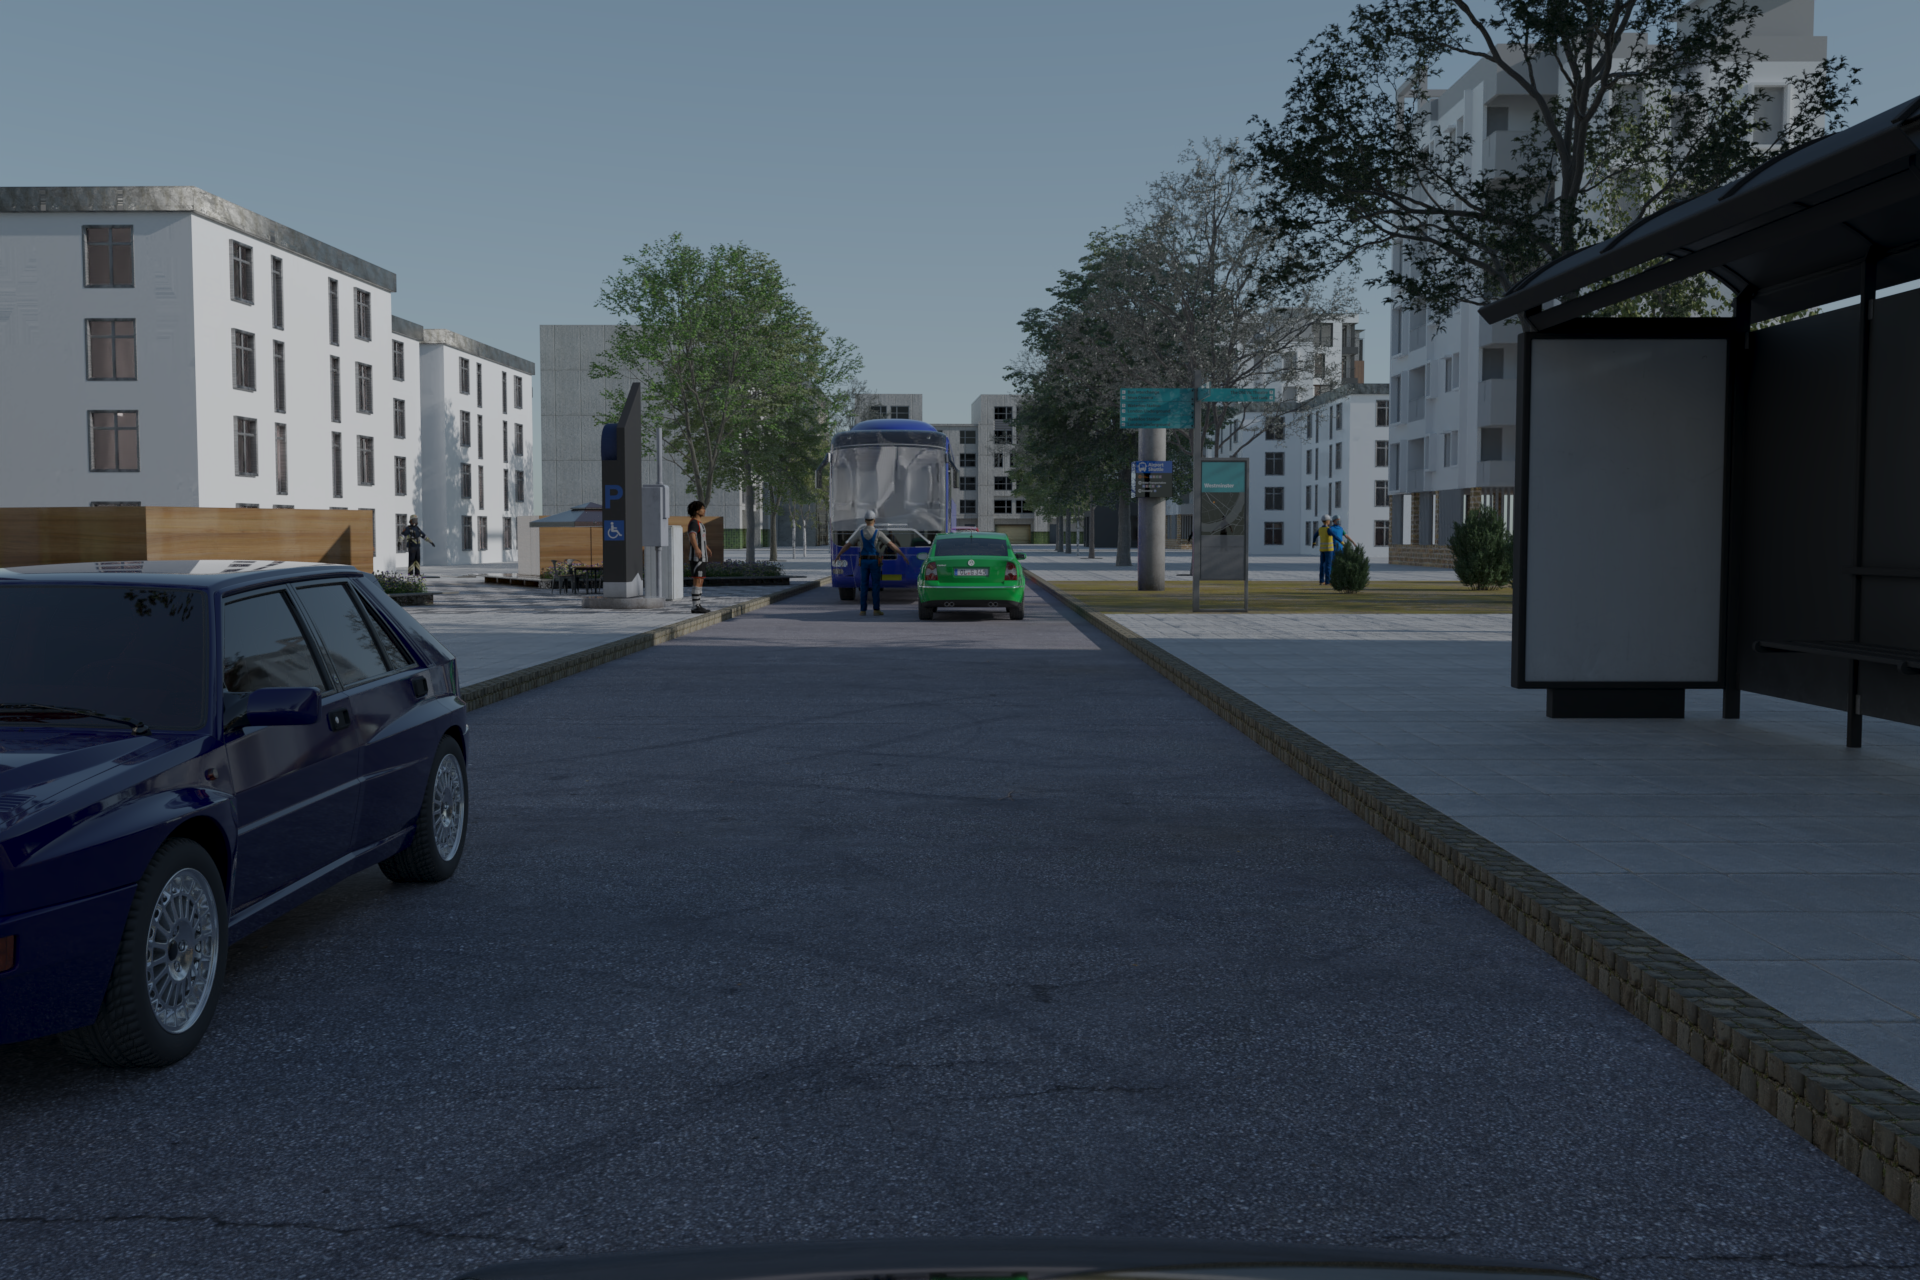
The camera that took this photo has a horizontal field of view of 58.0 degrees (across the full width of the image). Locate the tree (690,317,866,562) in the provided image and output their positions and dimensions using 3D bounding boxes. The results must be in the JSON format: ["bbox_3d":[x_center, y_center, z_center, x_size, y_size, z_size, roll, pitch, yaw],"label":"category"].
[{"bbox_3d":[-8.608,-9.499,81.071,9.928,11.665,9.643,0,3,0],"label":"tree"}]

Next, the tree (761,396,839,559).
[{"bbox_3d":[-8.395,-8.521,89.684,4.737,8.622,4.395,0,3,0],"label":"tree"}]

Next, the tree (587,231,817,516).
[{"bbox_3d":[-8.707,-8.137,58.792,9.928,11.665,9.643,0,3,0],"label":"tree"}]

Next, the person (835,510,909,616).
[{"bbox_3d":[-1.574,-1.356,30.490,1.347,1.847,0.705,1,4,10],"label":"person"}]

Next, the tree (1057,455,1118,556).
[{"bbox_3d":[6.622,-9.176,100.390,4.360,8.622,3.978,0,3,0],"label":"tree"}]

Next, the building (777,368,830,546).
[{"bbox_3d":[-24.260,-21.923,189.376,19.493,23.208,18.063,0,4,0],"label":"building"}]

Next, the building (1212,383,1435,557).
[{"bbox_3d":[22.433,-10.300,110.551,9.099,9.664,28.070,0,4,0],"label":"building"}]

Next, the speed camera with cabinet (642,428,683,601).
[{"bbox_3d":[-5.769,-2.367,33.033,0.660,3.252,2.038,0,4,2],"label":"speed camera with cabinet"}]

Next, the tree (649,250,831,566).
[{"bbox_3d":[-8.873,-9.271,69.705,7.486,12.596,7.792,0,3,0],"label":"tree"}]

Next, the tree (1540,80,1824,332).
[{"bbox_3d":[11.729,-4.767,28.311,4.737,8.622,4.395,0,3,0],"label":"tree"}]

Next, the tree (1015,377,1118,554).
[{"bbox_3d":[7.406,-11.929,113.166,7.486,12.596,7.792,0,3,0],"label":"tree"}]

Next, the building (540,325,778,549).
[{"bbox_3d":[-27.116,-18.092,162.260,16.747,18.905,31.486,0,4,0],"label":"building"}]

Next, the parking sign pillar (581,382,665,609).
[{"bbox_3d":[-5.888,-2.552,30.190,1.447,3.967,1.447,0,4,2],"label":"parking sign pillar"}]

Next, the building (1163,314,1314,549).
[{"bbox_3d":[23.270,-18.353,156.487,16.016,20.090,11.380,0,4,0],"label":"building"}]

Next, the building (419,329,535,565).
[{"bbox_3d":[-25.358,-8.741,85.060,9.099,9.664,28.070,0,4,1],"label":"building"}]

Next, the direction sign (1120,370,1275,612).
[{"bbox_3d":[3.881,-2.386,27.768,2.525,3.948,1.411,0,4,-1],"label":"direction sign"}]

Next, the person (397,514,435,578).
[{"bbox_3d":[-15.937,-2.741,50.602,0.705,1.856,1.354,2,4,32],"label":"person"}]

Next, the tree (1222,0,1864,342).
[{"bbox_3d":[6.266,-5.186,19.210,7.601,10.594,8.767,-2,4,-26],"label":"tree"}]

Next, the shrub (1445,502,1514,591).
[{"bbox_3d":[11.956,-2.146,39.500,1.690,2.028,1.600,0,3,0],"label":"shrub"}]

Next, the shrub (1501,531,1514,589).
[{"bbox_3d":[11.036,-1.725,32.624,1.690,2.028,1.600,0,3,0],"label":"shrub"}]

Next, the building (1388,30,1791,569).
[{"bbox_3d":[23.137,-13.149,71.410,16.016,20.090,11.380,0,4,0],"label":"building"}]

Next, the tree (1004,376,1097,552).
[{"bbox_3d":[7.026,-12.507,122.616,7.486,12.596,7.792,0,3,0],"label":"tree"}]

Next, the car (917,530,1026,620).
[{"bbox_3d":[0.201,-1.314,30.286,1.959,1.807,4.718,0,4,0],"label":"car"}]

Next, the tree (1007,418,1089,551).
[{"bbox_3d":[7.420,-13.046,131.431,7.486,12.596,7.792,0,3,0],"label":"tree"}]

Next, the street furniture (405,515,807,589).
[{"bbox_3d":[-7.607,-2.266,43.898,11.010,1.723,9.812,-2,4,-30],"label":"street furniture"}]

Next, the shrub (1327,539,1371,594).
[{"bbox_3d":[8.406,-1.606,37.383,1.383,1.207,1.383,0,3,0],"label":"shrub"}]

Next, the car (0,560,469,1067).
[{"bbox_3d":[-2.958,0.410,5.876,1.945,1.354,3.894,0,4,0],"label":"car"}]

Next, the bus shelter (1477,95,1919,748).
[{"bbox_3d":[4.635,-0.953,9.506,2.014,3.302,5.546,0,4,0],"label":"bus shelter"}]

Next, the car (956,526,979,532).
[{"bbox_3d":[0.164,-4.770,86.663,2.281,1.827,5.304,0,4,-1],"label":"car"}]

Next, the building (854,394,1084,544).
[{"bbox_3d":[2.058,-21.813,225.560,31.486,18.905,16.747,0,4,-4],"label":"building"}]

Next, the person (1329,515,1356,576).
[{"bbox_3d":[10.590,-2.602,48.667,1.347,1.817,0.704,-2,4,-32],"label":"person"}]

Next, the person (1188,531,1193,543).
[{"bbox_3d":[9.223,-3.707,66.542,0.705,1.837,1.347,-3,5,-42],"label":"person"}]

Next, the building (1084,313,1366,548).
[{"bbox_3d":[26.423,-20.353,176.739,27.936,21.610,32.646,0,4,0],"label":"building"}]

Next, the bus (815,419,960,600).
[{"bbox_3d":[-1.408,-3.005,40.685,2.896,3.916,12.251,0,4,0],"label":"bus"}]

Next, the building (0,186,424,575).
[{"bbox_3d":[-22.694,-6.966,56.046,9.099,9.664,28.070,0,4,1],"label":"building"}]

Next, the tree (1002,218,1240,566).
[{"bbox_3d":[6.476,-9.941,69.194,9.857,13.997,8.962,0,3,0],"label":"tree"}]

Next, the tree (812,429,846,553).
[{"bbox_3d":[-8.600,-10.015,114.107,4.737,8.622,4.395,0,3,0],"label":"tree"}]

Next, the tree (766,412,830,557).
[{"bbox_3d":[-8.555,-8.967,96.973,4.360,8.622,3.978,0,3,0],"label":"tree"}]

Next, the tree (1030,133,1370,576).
[{"bbox_3d":[7.385,-8.708,52.745,12.009,13.543,11.850,0,3,0],"label":"tree"}]

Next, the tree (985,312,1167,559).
[{"bbox_3d":[6.923,-10.983,89.939,12.009,13.543,11.850,0,3,0],"label":"tree"}]

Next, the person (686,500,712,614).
[{"bbox_3d":[-4.220,-1.341,28.064,0.704,1.843,1.345,0,4,-1],"label":"person"}]

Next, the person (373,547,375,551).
[{"bbox_3d":[-13.503,-1.944,38.014,1.346,1.802,0.704,0,4,-1],"label":"person"}]

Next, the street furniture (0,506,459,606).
[{"bbox_3d":[-13.716,-1.358,29.053,11.010,1.723,9.812,2,4,24],"label":"street furniture"}]

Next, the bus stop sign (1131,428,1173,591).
[{"bbox_3d":[4.342,-3.070,39.218,0.837,3.901,0.837,0,4,-1],"label":"bus stop sign"}]

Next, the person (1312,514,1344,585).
[{"bbox_3d":[9.233,-2.260,43.413,0.721,1.772,1.216,-2,4,-30],"label":"person"}]

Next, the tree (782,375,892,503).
[{"bbox_3d":[-8.445,-13.599,132.716,12.009,13.543,11.850,0,3,0],"label":"tree"}]
